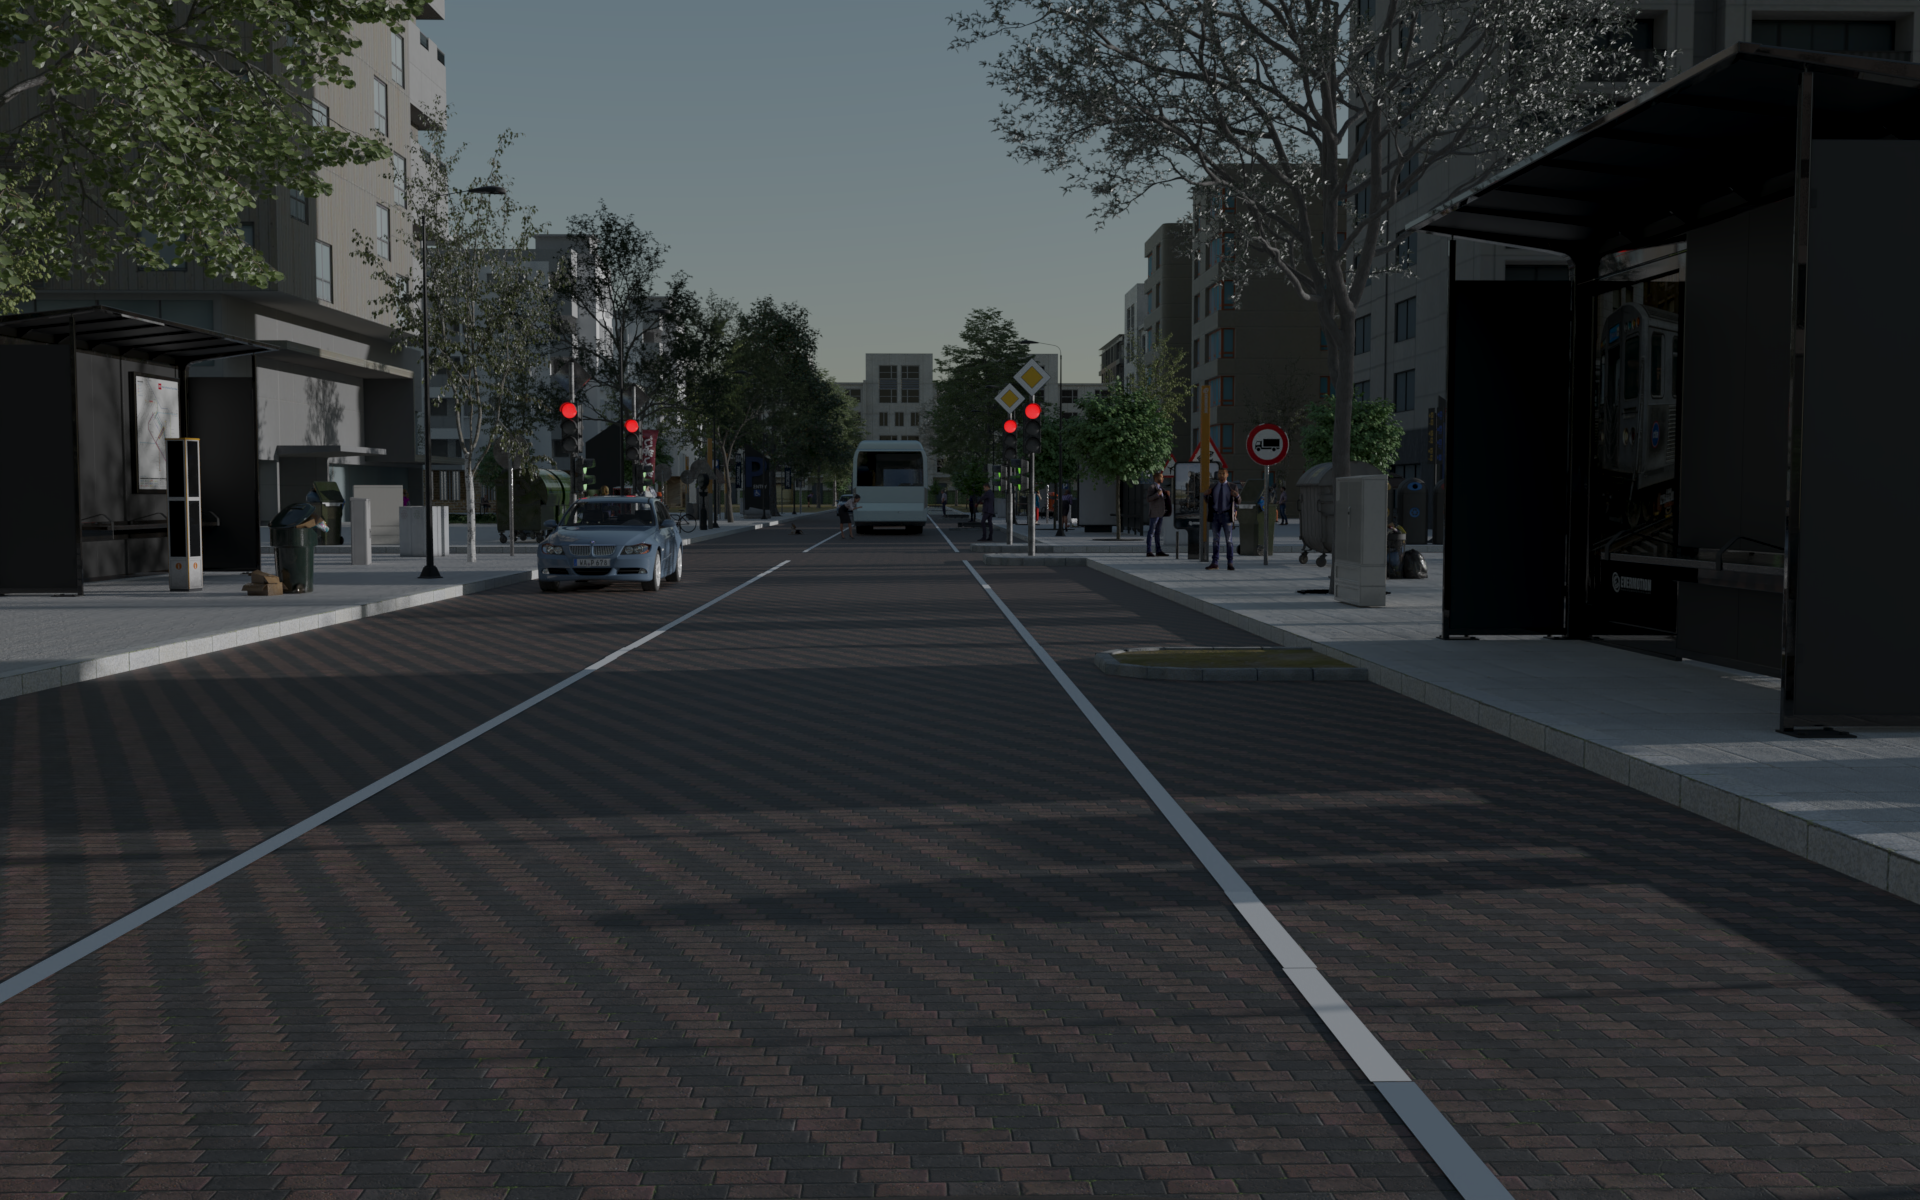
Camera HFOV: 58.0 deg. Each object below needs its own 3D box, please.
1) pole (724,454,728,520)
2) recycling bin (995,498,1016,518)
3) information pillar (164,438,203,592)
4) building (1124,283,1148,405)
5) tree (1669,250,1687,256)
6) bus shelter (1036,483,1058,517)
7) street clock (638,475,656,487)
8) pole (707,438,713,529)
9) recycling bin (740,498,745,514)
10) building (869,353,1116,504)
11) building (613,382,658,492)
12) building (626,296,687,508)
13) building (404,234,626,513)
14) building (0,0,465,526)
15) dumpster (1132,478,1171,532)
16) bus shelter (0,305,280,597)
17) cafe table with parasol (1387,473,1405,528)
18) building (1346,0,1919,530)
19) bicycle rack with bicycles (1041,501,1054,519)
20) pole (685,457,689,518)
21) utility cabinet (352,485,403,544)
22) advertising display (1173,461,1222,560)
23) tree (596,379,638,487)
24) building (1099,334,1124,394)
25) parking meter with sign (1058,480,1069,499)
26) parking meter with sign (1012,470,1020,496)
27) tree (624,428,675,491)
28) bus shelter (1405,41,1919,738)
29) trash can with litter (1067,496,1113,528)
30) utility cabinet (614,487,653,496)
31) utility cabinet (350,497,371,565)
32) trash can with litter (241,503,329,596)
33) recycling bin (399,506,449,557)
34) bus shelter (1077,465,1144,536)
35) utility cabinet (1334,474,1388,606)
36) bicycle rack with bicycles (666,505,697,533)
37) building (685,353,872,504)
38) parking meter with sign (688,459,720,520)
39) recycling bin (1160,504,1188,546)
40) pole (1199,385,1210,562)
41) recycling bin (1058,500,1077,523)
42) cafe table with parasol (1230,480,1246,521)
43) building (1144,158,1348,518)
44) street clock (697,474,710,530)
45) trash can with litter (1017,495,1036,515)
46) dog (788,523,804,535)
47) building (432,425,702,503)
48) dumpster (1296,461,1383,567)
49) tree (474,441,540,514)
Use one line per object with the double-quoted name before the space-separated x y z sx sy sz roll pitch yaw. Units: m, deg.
"pole" -11.770 -5.709 87.178 0.158 3.312 0.155 0 3 0
"recycling bin" 2.488 -4.889 92.490 0.722 1.027 0.722 3 5 45
"information pillar" -10.224 -1.121 22.821 0.304 2.012 0.304 1 4 10
"building" 23.394 -16.633 138.409 16.747 18.905 31.486 0 4 -2
"tree" 13.673 -4.885 30.226 4.737 8.622 4.395 0 3 0
"bus shelter" 5.019 -6.270 96.431 2.014 3.302 5.546 0 4 -2
"street clock" -8.899 -2.731 49.216 0.471 2.002 0.358 2 4 28
"pole" -9.137 -4.248 63.296 0.158 3.312 0.155 0 3 0
"recycling bin" -13.687 -6.017 110.938 0.722 1.027 0.722 0 4 3
"building" 3.662 -22.008 226.286 31.486 18.905 16.747 0 4 -2
"building" -29.582 -12.351 144.089 9.099 9.664 28.070 0 4 -2
"building" -33.974 -18.772 163.339 16.016 20.091 11.380 0 4 -2
"building" -33.163 -16.364 123.970 16.016 20.091 11.380 0 4 -2
"building" -38.540 -29.673 74.397 28.713 52.752 27.495 0 4 -2
"dumpster" 6.519 -3.241 58.751 1.264 1.857 1.865 0 4 -2
"bus shelter" -11.605 -2.039 24.621 1.731 3.624 6.357 0 4 -2
"cafe table with parasol" 13.693 -3.064 54.961 2.610 1.966 2.610 -2 4 -24
"building" 27.150 -38.240 63.475 20.611 71.187 20.563 0 4 -2
"bicycle rack with bicycles" 5.236 -4.632 89.107 2.925 0.926 2.852 -3 5 -43
"pole" -14.835 -6.140 94.227 0.158 3.312 0.155 0 3 0
"utility cabinet" -14.650 -2.136 43.599 1.173 1.500 0.318 -2 4 -25
"advertising display" 4.656 -1.757 33.940 0.974 1.923 0.123 2 4 30
"tree" -18.532 -9.044 98.233 4.737 8.622 4.395 0 3 0
"building" 36.256 -23.732 231.992 32.646 21.610 27.936 0 4 -2
"parking meter with sign" 5.450 -5.843 91.800 0.543 3.016 1.738 -1 4 -14
"parking meter with sign" 3.311 -7.072 111.881 0.543 3.016 1.738 -3 5 -39
"tree" -15.861 -6.286 86.494 4.285 4.588 4.351 0 3 0
"bus shelter" 4.822 -1.277 12.164 1.731 3.624 6.357 0 4 -1
"trash can with litter" 4.901 -3.382 66.350 2.233 1.210 1.678 -1 4 -17
"utility cabinet" -9.772 -2.638 51.808 1.173 1.500 0.318 1 4 17
"utility cabinet" -10.997 -1.263 31.815 0.306 1.237 1.020 -1 4 -15
"trash can with litter" -8.651 -0.660 22.181 0.624 1.170 1.055 1 4 18
"recycling bin" -11.031 -1.413 35.650 0.722 1.027 0.722 2 4 26
"bus shelter" 4.770 -3.755 55.323 2.014 3.302 5.546 0 4 -2
"utility cabinet" 4.615 -0.694 20.028 0.318 1.500 1.173 0 4 -2
"bicycle rack with bicycles" -10.460 -2.653 56.758 2.925 0.926 2.852 1 4 20
"building" -27.787 -21.901 224.539 31.486 18.905 16.747 0 4 -2
"parking meter with sign" -12.816 -5.521 86.528 0.543 3.016 1.738 3 5 40
"recycling bin" 5.402 -1.883 43.347 0.722 1.027 0.722 0 4 -3
"pole" 4.612 -2.373 32.640 0.158 3.312 0.155 0 3 0
"recycling bin" 4.898 -3.997 77.903 0.722 1.027 0.722 3 5 41
"cafe table with parasol" 13.541 -4.843 84.053 2.610 1.966 2.610 1 4 10
"building" 26.920 -15.933 105.542 27.650 21.520 28.899 0 4 -2
"street clock" -9.096 -3.478 61.432 0.358 2.002 0.471 -3 5 -40
"trash can with litter" 3.937 -6.351 114.890 2.233 1.210 1.678 3 4 37
"dog" -5.719 -2.508 61.195 0.748 0.427 0.550 -1 4 -10
"building" -40.677 -14.305 176.039 28.070 9.664 9.099 0 4 -2
"dumpster" 6.807 -1.539 30.927 1.264 1.857 1.865 0 4 -2
"tree" -30.186 -7.938 113.496 4.285 4.588 4.351 0 3 0
